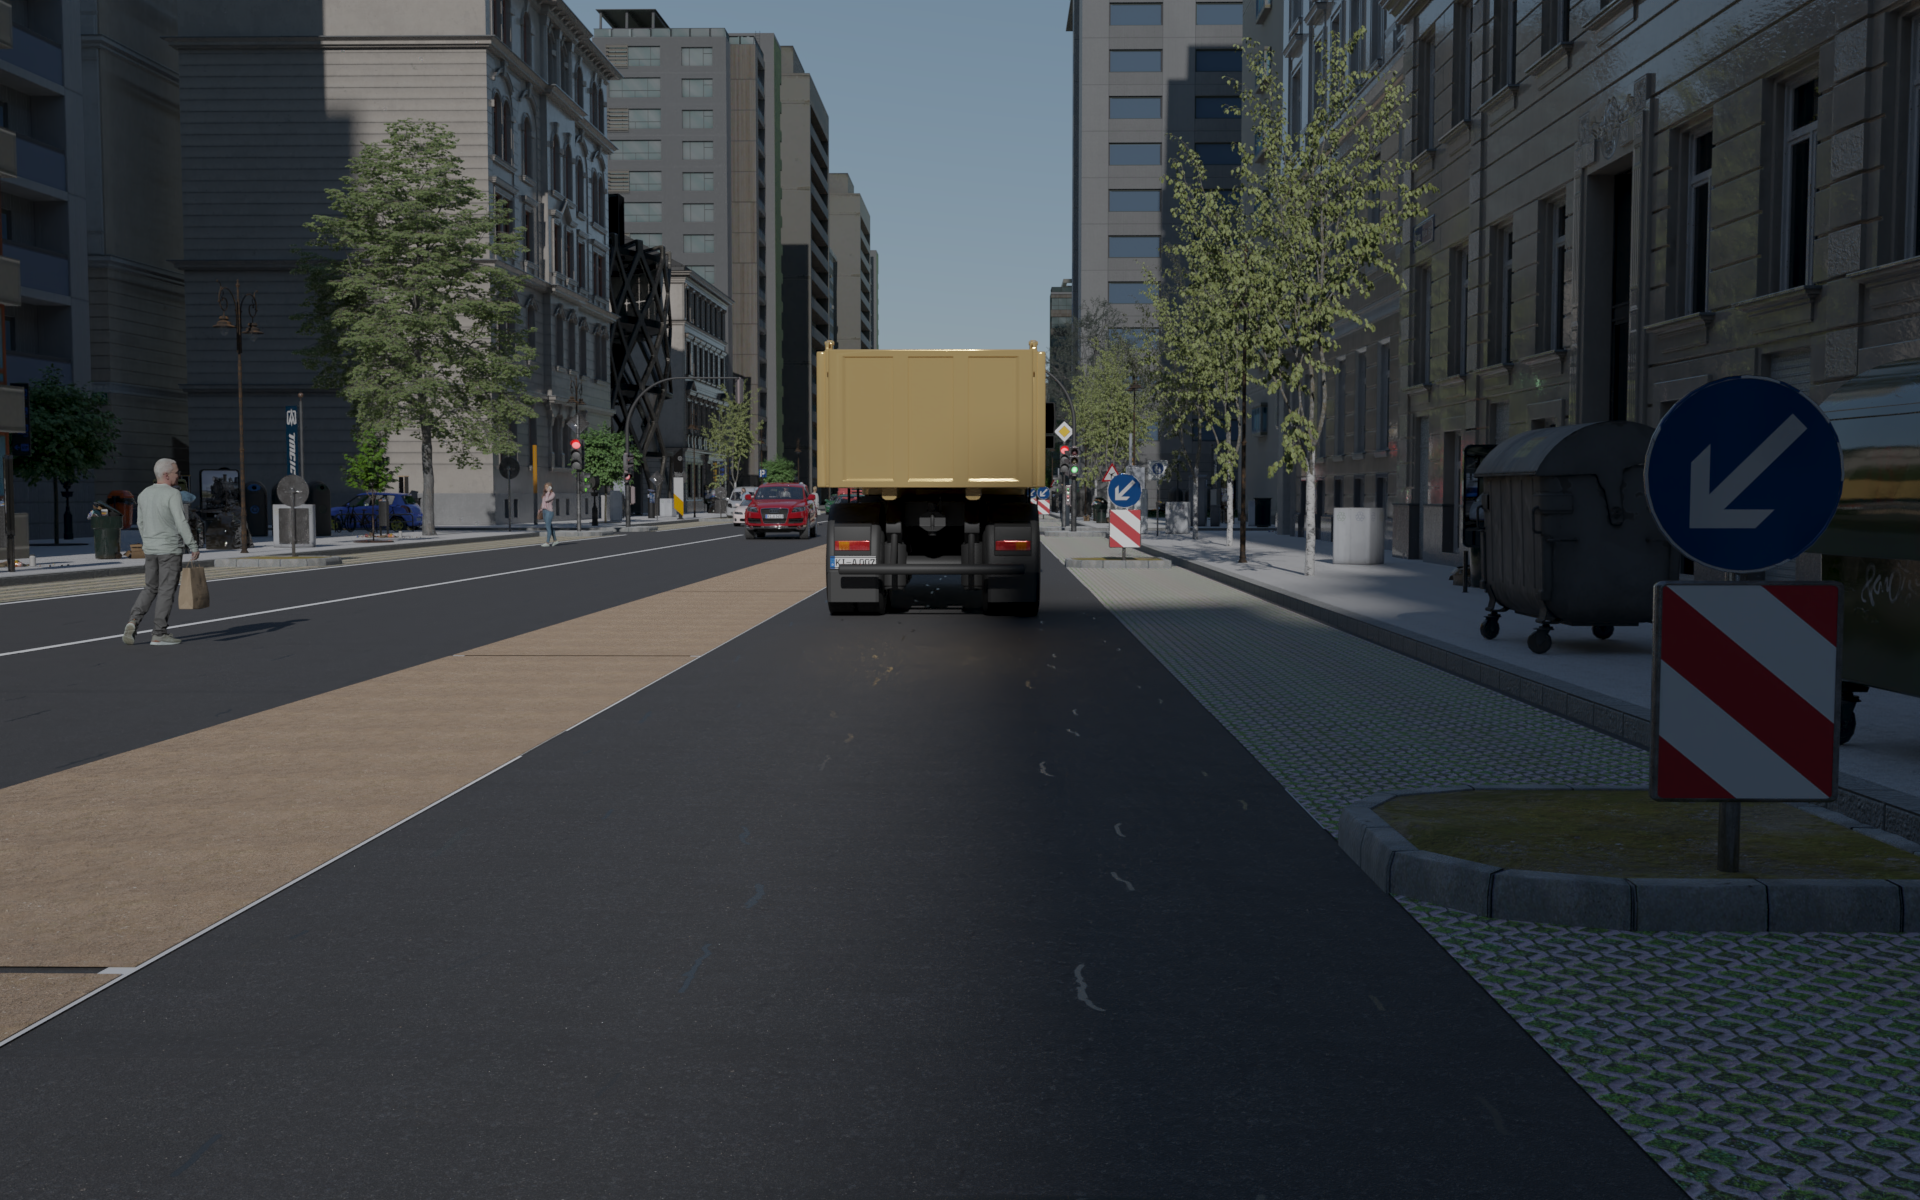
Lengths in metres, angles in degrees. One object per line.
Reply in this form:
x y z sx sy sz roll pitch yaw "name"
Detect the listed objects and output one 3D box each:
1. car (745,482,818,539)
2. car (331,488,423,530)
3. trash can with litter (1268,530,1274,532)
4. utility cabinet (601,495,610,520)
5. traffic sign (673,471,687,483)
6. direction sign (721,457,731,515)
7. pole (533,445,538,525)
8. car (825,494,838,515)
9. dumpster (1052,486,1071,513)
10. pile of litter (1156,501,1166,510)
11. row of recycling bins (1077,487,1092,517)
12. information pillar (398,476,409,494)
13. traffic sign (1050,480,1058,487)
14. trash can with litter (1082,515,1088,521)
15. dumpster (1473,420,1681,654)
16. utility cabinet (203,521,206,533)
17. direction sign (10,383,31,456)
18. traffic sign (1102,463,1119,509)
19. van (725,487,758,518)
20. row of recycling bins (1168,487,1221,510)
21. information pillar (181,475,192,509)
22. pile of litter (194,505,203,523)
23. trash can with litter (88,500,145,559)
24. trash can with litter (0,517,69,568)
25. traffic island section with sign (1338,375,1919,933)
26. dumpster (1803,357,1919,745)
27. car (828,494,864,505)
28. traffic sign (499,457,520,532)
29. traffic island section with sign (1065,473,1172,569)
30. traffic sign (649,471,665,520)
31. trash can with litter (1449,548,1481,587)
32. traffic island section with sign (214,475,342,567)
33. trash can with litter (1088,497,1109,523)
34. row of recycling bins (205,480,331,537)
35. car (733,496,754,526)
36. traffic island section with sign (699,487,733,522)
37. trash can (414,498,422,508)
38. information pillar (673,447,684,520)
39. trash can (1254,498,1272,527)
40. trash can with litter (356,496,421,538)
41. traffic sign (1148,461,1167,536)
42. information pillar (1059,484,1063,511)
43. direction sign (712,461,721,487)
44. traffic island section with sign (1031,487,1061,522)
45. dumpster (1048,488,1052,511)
-5.783 -2.915 56.328 2.281 1.827 5.304 0 4 -1 "car"
-21.595 -3.288 63.356 3.694 1.707 1.945 0 4 1 "car"
11.122 -2.892 58.336 1.678 1.210 2.233 -1 4 -14 "trash can with litter"
-17.452 -4.546 85.488 0.306 1.237 1.020 0 4 0 "utility cabinet"
-14.652 -5.531 90.546 0.768 2.556 0.104 0 4 5 "traffic sign"
-14.075 -6.939 105.448 0.379 3.537 0.876 0 4 4 "direction sign"
-17.701 -4.792 72.192 0.158 3.312 0.155 0 3 0 "pole"
-8.354 -6.706 121.447 2.131 1.459 4.920 0 4 2 "car"
7.033 -6.807 117.046 1.264 1.857 1.865 0 4 1 "dumpster"
12.935 -6.066 113.143 1.719 0.858 1.176 1 4 12 "pile of litter"
6.965 -5.572 98.213 1.069 1.692 3.534 0 4 0 "row of recycling bins"
-22.447 -4.001 69.913 0.304 2.012 0.304 1 4 21 "information pillar"
6.975 -7.696 125.837 0.884 2.594 0.081 0 4 1 "traffic sign"
6.248 -4.287 81.487 1.055 1.170 0.624 1 4 12 "trash can with litter"
5.168 -0.535 14.507 1.264 1.857 1.865 0 4 1 "dumpster"
-23.631 -2.827 54.899 0.318 1.500 1.173 0 4 -3 "utility cabinet"
-19.433 -2.652 35.357 0.876 3.537 0.379 -1 4 -12 "direction sign"
6.419 -4.469 73.079 0.884 2.594 0.081 1 4 9 "traffic sign"
-12.136 -5.548 97.713 2.013 2.044 4.112 0 4 1 "van"
13.332 -5.441 96.075 3.534 1.692 1.069 0 4 2 "row of recycling bins"
-30.344 -3.883 67.976 0.304 2.012 0.304 -1 4 -11 "information pillar"
-30.647 -3.416 69.819 1.719 0.858 1.176 0 4 -5 "pile of litter"
-16.636 -1.401 34.287 1.055 1.170 0.624 -3 5 -39 "trash can with litter"
-17.135 -1.212 30.876 2.233 1.210 1.678 3 4 37 "trash can with litter"
2.530 0.126 6.572 1.989 1.847 2.006 0 4 1 "traffic island section with sign"
4.974 -0.337 8.005 1.502 2.255 1.985 0 4 1 "dumpster"
-4.966 -4.149 79.631 2.131 1.459 4.920 0 4 1 "car"
-15.407 -3.615 59.210 0.768 2.556 0.104 1 4 11 "traffic sign"
3.073 -1.556 34.065 1.989 1.847 2.006 0 4 1 "traffic island section with sign"
-14.951 -5.155 85.467 0.795 2.450 0.064 1 4 9 "traffic sign"
7.132 -0.770 23.978 0.624 1.170 1.055 -1 4 -16 "trash can with litter"
-13.575 -1.598 34.757 1.989 1.847 2.006 0 4 1 "traffic island section with sign"
6.311 -3.955 76.059 0.624 1.170 1.055 3 5 43 "trash can with litter"
-20.919 -2.770 52.397 3.534 1.692 1.069 -2 4 -25 "row of recycling bins"
-9.026 -4.023 78.134 2.083 1.381 4.827 0 4 3 "car"
-12.486 -4.998 90.337 1.989 1.847 2.006 0 4 1 "traffic island section with sign"
-21.594 -3.467 68.334 0.748 1.137 0.748 0 3 0 "trash can"
-14.136 -5.851 87.016 0.504 3.616 0.183 -2 4 -27 "information pillar"
11.653 -3.365 66.669 0.748 1.137 0.748 0 3 0 "trash can"
-17.110 -2.460 51.275 1.678 1.210 2.233 -3 5 -41 "trash can with litter"
6.030 -3.101 52.826 0.606 2.300 0.079 0 4 5 "traffic sign"
7.575 -7.624 129.141 0.304 2.012 0.304 2 4 34 "information pillar"
-16.598 -7.771 119.052 0.876 3.537 0.379 -2 4 -32 "direction sign"
4.155 -4.902 88.771 1.989 1.847 2.006 0 4 1 "traffic island section with sign"
7.288 -7.667 131.107 1.264 1.857 1.865 0 4 1 "dumpster"
